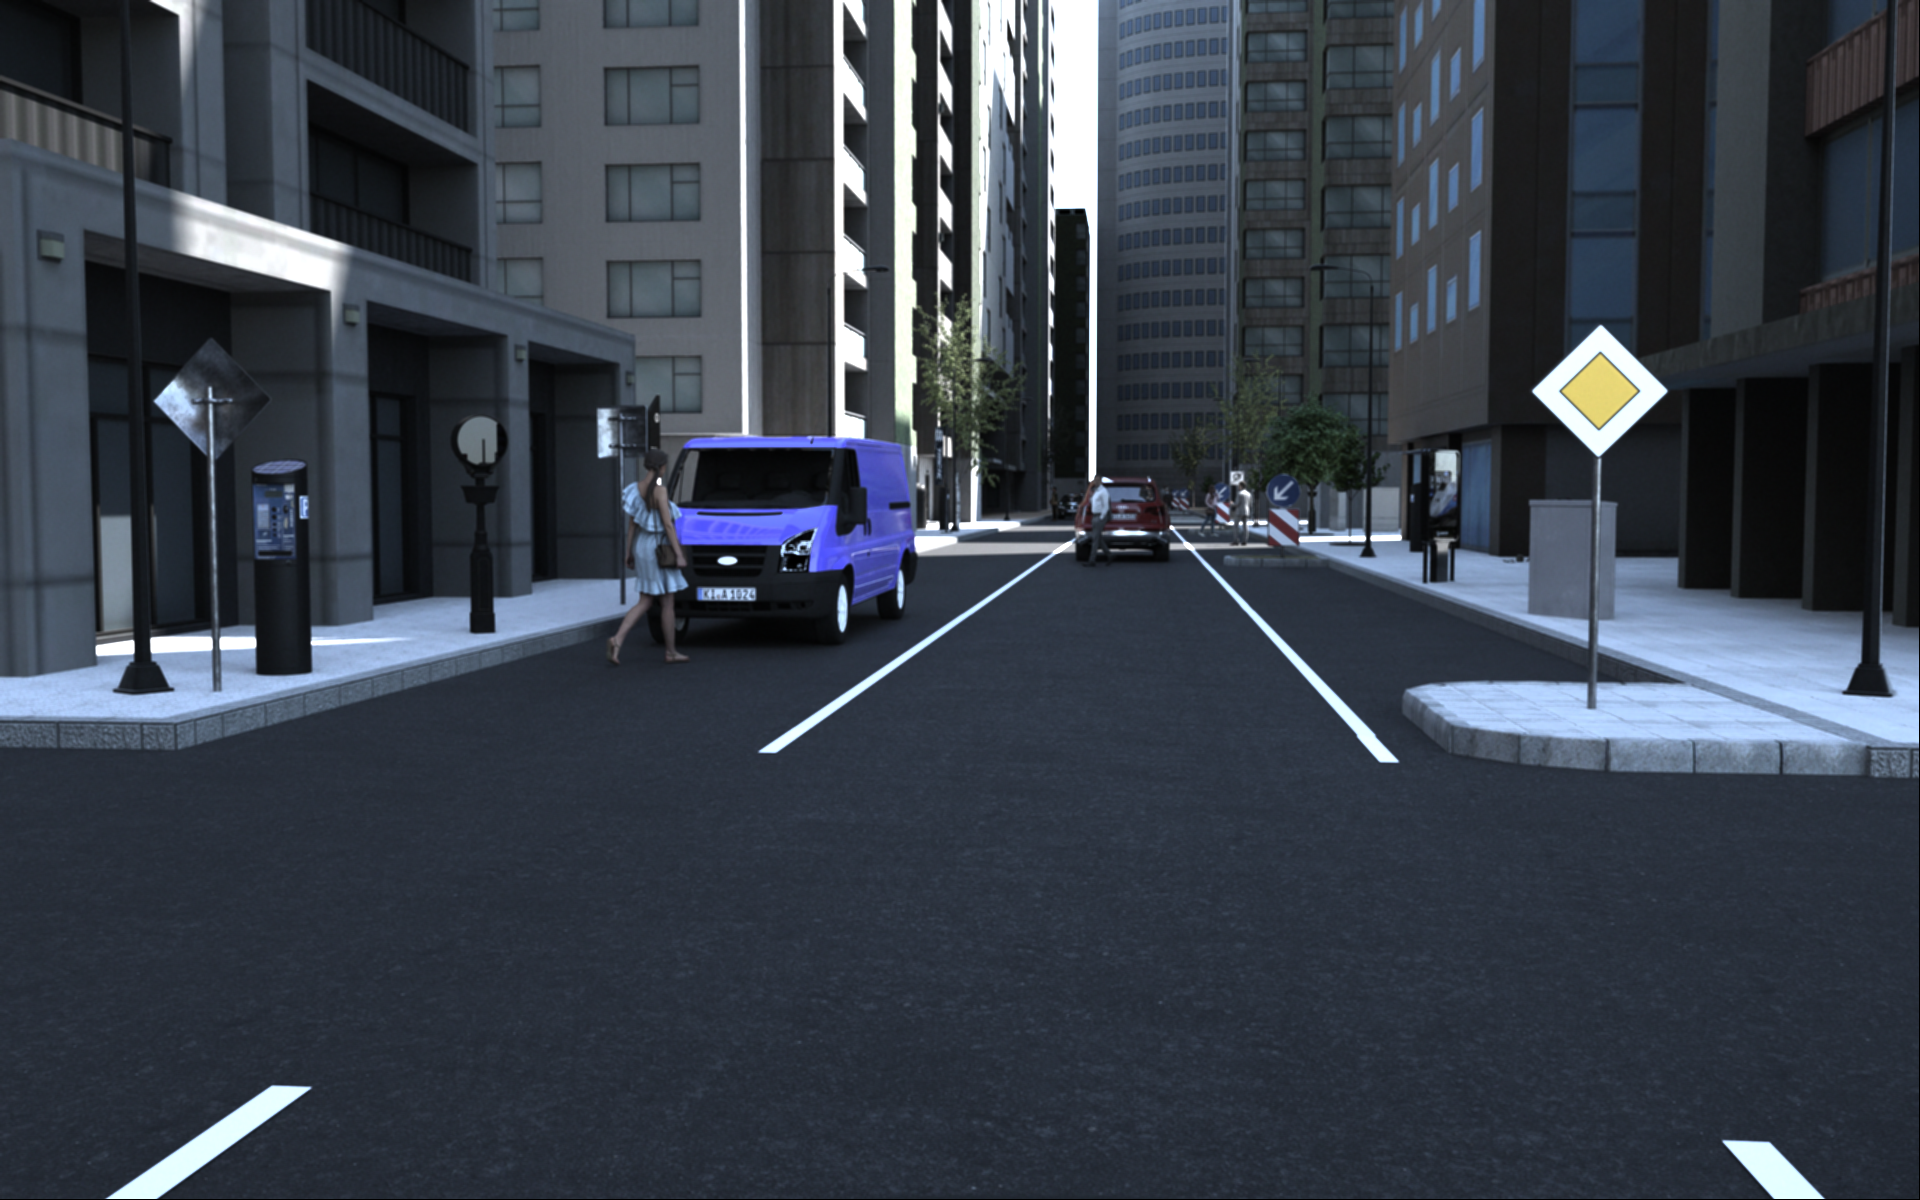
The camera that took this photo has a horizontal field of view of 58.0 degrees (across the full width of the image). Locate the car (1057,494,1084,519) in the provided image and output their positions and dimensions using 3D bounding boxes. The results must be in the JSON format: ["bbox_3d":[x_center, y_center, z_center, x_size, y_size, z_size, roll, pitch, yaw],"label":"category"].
[{"bbox_3d":[6.510,-5.455,98.979,2.009,1.686,4.222,0,4,7],"label":"car"}]

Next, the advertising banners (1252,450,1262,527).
[{"bbox_3d":[11.558,-4.346,67.251,0.090,3.025,2.074,1,4,18],"label":"advertising banners"}]

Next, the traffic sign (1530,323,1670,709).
[{"bbox_3d":[3.771,-0.406,10.284,0.795,2.450,0.064,0,4,6],"label":"traffic sign"}]

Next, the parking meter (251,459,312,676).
[{"bbox_3d":[-4.845,-0.242,12.374,0.372,1.533,0.369,0,3,0],"label":"parking meter"}]

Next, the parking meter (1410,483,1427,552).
[{"bbox_3d":[10.179,-1.835,38.415,0.372,1.533,0.369,0,3,0],"label":"parking meter"}]

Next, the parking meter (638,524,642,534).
[{"bbox_3d":[-7.417,-1.941,40.151,0.372,1.533,0.369,0,3,0],"label":"parking meter"}]

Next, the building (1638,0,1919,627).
[{"bbox_3d":[22.773,-22.193,17.484,28.867,44.769,22.147,0,4,6],"label":"building"}]

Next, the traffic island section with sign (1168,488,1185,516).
[{"bbox_3d":[14.391,-6.335,112.210,1.989,1.847,2.006,0,4,6],"label":"traffic island section with sign"}]

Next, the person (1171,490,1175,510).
[{"bbox_3d":[18.600,-8.740,151.365,0.705,1.831,1.348,2,4,26],"label":"person"}]

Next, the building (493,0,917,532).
[{"bbox_3d":[-9.172,-22.530,51.968,14.154,41.232,14.086,0,4,6],"label":"building"}]

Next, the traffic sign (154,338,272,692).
[{"bbox_3d":[-4.825,-0.462,11.195,0.795,2.450,0.064,0,4,6],"label":"traffic sign"}]

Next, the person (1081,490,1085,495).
[{"bbox_3d":[9.533,-7.608,133.337,0.683,1.767,0.568,0,4,-4],"label":"person"}]

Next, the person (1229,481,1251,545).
[{"bbox_3d":[7.829,-2.434,48.492,0.606,1.804,0.583,-3,5,-43],"label":"person"}]

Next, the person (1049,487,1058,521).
[{"bbox_3d":[5.007,-5.121,92.324,0.705,1.812,1.348,-1,4,-10],"label":"person"}]

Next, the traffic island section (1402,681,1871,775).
[{"bbox_3d":[3.795,0.729,10.359,2.009,0.180,2.903,0,4,6],"label":"traffic island section"}]

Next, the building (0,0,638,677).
[{"bbox_3d":[-15.606,-35.657,21.237,20.563,71.187,20.611,0,4,6],"label":"building"}]

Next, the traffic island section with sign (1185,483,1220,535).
[{"bbox_3d":[9.174,-3.257,61.884,1.989,1.847,2.006,0,4,6],"label":"traffic island section with sign"}]

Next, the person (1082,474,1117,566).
[{"bbox_3d":[2.760,-1.583,34.475,0.850,1.850,0.679,-2,4,-26],"label":"person"}]

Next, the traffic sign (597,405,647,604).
[{"bbox_3d":[-3.913,-1.097,20.059,0.606,2.300,0.079,1,4,12],"label":"traffic sign"}]

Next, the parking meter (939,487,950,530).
[{"bbox_3d":[-0.567,-3.273,61.926,0.372,1.533,0.369,0,3,0],"label":"parking meter"}]

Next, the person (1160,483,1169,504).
[{"bbox_3d":[7.878,-3.571,66.687,0.447,1.846,0.655,-1,4,-13],"label":"person"}]

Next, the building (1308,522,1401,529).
[{"bbox_3d":[21.025,-18.203,69.326,14.160,30.474,14.107,0,4,6],"label":"building"}]

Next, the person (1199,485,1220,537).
[{"bbox_3d":[8.416,-3.023,58.509,0.643,1.750,0.593,3,4,36],"label":"person"}]

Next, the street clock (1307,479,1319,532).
[{"bbox_3d":[11.913,-3.303,58.566,0.471,2.002,0.358,-3,5,-40],"label":"street clock"}]

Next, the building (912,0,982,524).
[{"bbox_3d":[-6.690,-18.502,74.213,14.160,30.474,14.107,0,4,6],"label":"building"}]

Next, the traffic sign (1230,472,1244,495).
[{"bbox_3d":[12.374,-4.605,77.420,0.606,2.300,0.079,1,4,9],"label":"traffic sign"}]

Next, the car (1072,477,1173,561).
[{"bbox_3d":[3.634,-1.837,38.707,2.281,1.827,5.304,0,4,5],"label":"car"}]

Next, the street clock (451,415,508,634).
[{"bbox_3d":[-4.421,-0.698,15.977,0.471,2.002,0.358,-2,4,-29],"label":"street clock"}]

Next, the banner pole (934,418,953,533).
[{"bbox_3d":[-0.581,-4.078,56.699,0.401,3.779,0.863,3,4,36],"label":"banner pole"}]

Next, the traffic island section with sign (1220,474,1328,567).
[{"bbox_3d":[6.376,-1.618,35.074,1.989,1.847,2.006,0,4,6],"label":"traffic island section with sign"}]

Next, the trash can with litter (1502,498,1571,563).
[{"bbox_3d":[11.141,-1.345,33.051,2.233,1.210,1.678,-2,4,-26],"label":"trash can with litter"}]

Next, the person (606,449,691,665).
[{"bbox_3d":[-2.566,-0.360,14.488,0.778,1.811,0.616,-3,5,-43],"label":"person"}]
